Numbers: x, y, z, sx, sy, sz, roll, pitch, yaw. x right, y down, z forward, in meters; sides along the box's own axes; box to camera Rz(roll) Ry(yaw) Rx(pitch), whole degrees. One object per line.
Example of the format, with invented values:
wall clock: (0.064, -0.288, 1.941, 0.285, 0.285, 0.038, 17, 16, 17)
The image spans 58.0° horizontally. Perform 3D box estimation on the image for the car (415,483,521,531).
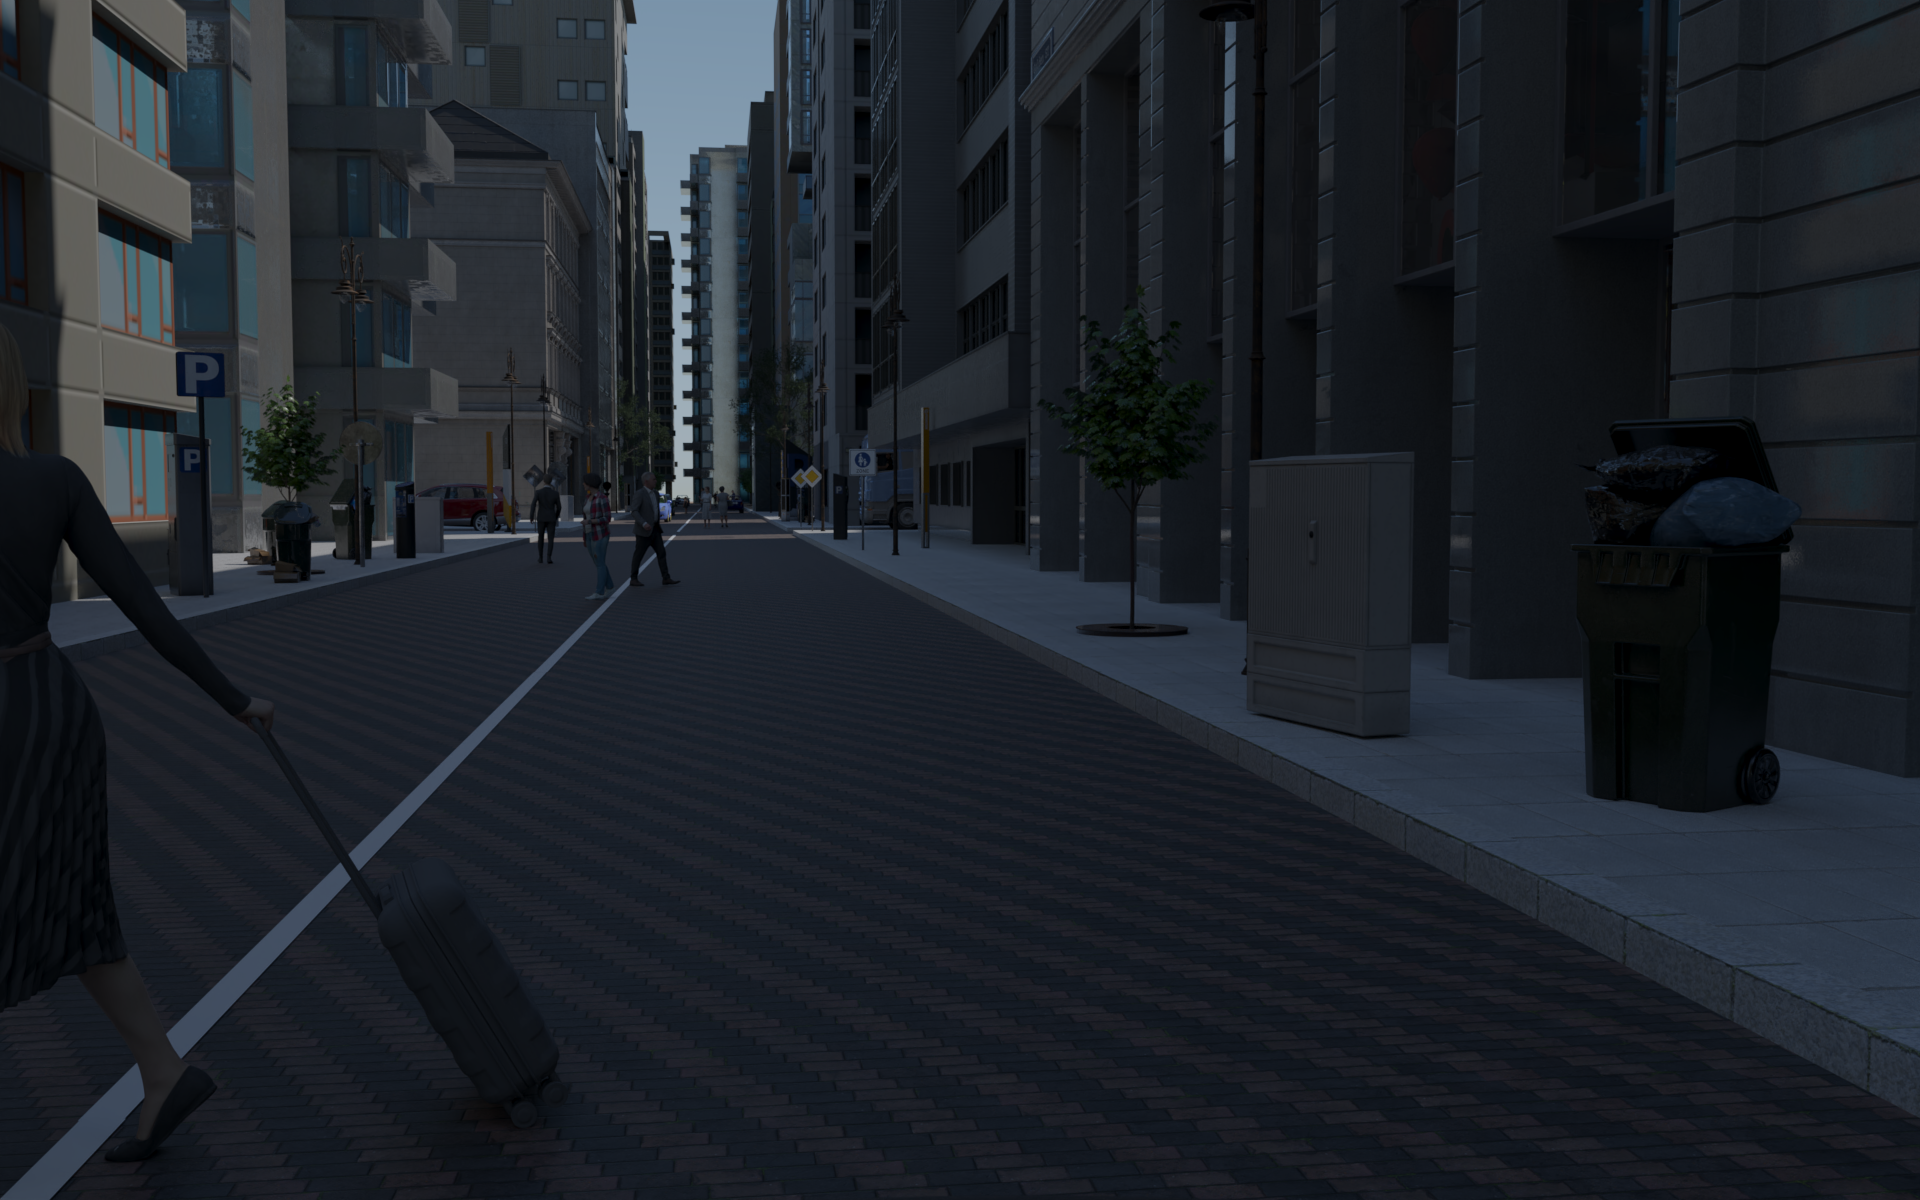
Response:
car: (-18.589, -3.293, 62.515, 5.304, 1.827, 2.281, 0, 4, -7)

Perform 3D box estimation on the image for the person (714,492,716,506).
person: (-29.775, -12.294, 210.973, 0.593, 1.643, 0.415, 3, 4, 36)

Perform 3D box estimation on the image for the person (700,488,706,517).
person: (-15.903, -6.087, 107.866, 0.795, 1.843, 0.661, 1, 4, 21)

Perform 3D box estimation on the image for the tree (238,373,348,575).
tree: (-10.648, -2.032, 27.818, 1.663, 3.219, 1.824, 0, 3, 0)

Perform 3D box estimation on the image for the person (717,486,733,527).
person: (-10.160, -4.036, 74.852, 0.716, 1.782, 0.532, -1, 4, -9)

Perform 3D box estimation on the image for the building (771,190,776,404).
building: (-11.287, -24.234, 167.929, 14.160, 30.474, 14.107, 0, 4, -8)

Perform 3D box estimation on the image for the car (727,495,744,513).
car: (-17.158, -7.191, 130.148, 1.945, 1.354, 3.894, -1, 4, -9)

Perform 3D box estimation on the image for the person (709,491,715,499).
person: (-23.478, -9.346, 162.130, 1.217, 1.723, 0.721, -1, 4, -19)

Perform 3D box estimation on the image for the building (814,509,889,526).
building: (3.961, -39.166, 78.611, 20.611, 71.187, 20.563, 0, 4, -8)

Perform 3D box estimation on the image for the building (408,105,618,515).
building: (-29.729, -18.231, 116.099, 12.078, 24.808, 19.932, 0, 4, -8)

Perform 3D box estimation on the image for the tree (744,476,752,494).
tree: (-22.126, -11.581, 183.949, 1.663, 3.219, 1.824, 0, 3, 0)

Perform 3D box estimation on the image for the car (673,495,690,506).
car: (-32.380, -11.574, 201.813, 1.945, 1.354, 3.894, 0, 4, -7)

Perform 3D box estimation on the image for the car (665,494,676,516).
car: (-19.830, -6.287, 114.588, 2.131, 1.459, 4.920, 0, 4, -7)

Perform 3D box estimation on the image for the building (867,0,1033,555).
building: (5.913, -13.802, 44.735, 14.314, 24.678, 30.058, 0, 4, -8)

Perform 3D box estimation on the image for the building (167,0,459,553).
building: (-29.509, -25.958, 44.026, 30.456, 49.044, 23.786, 0, 4, -8)

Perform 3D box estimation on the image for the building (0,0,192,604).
building: (-23.092, -10.040, 9.193, 27.650, 21.520, 28.899, 0, 4, -8)

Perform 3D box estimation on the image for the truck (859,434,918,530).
truck: (4.876, -4.671, 66.131, 18.799, 4.110, 2.967, -1, 4, -9)

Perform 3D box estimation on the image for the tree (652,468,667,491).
tree: (-38.310, -14.285, 217.273, 4.285, 4.588, 4.351, 0, 3, 0)

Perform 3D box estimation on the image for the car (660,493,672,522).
car: (-15.664, -4.819, 88.386, 1.945, 1.707, 3.694, 0, 4, -7)

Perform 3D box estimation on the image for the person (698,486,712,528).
person: (-10.718, -3.907, 72.943, 0.480, 1.755, 0.524, 1, 4, 17)

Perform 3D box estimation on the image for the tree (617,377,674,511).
tree: (-25.881, -12.042, 131.300, 8.767, 10.594, 7.601, 0, 4, -8)

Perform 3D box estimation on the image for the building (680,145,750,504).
building: (-22.776, -37.828, 238.097, 30.456, 49.044, 23.786, 0, 4, -8)

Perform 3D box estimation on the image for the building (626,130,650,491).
building: (-41.521, -30.882, 188.507, 14.154, 41.232, 14.086, 0, 4, -8)

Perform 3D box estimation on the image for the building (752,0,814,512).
building: (-3.106, -49.364, 119.776, 22.319, 86.520, 31.000, 0, 4, -8)

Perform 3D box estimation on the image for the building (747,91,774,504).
building: (-14.284, -35.634, 206.322, 21.300, 48.544, 21.600, 0, 4, -8)

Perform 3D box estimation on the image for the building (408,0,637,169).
building: (-45.916, -35.311, 166.578, 28.713, 52.752, 27.495, 0, 4, -8)

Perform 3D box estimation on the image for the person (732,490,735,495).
person: (-19.519, -8.516, 148.178, 0.568, 1.767, 0.683, 0, 4, 7)

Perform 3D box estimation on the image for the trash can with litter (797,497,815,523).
trash can with litter: (-6.833, -4.035, 77.362, 0.624, 1.170, 1.055, -3, 4, -38)

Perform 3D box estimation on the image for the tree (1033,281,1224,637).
tree: (1.624, -1.296, 15.797, 1.663, 3.219, 1.824, 0, 3, 0)

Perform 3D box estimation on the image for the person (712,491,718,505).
person: (-24.849, -10.279, 177.076, 1.217, 1.766, 0.721, -1, 4, -16)

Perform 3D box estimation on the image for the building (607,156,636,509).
building: (-35.072, -22.940, 146.763, 14.160, 30.474, 14.107, 0, 4, -8)

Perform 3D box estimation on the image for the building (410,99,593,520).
building: (-25.027, -14.405, 86.434, 10.553, 20.767, 40.483, 0, 4, -8)

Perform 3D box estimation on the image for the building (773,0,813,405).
building: (-9.227, -30.788, 153.498, 14.600, 45.320, 14.200, 0, 4, -8)

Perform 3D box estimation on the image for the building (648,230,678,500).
building: (-51.254, -33.394, 237.877, 23.993, 40.220, 32.217, 0, 4, -8)

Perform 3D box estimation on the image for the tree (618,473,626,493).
tree: (-26.936, -8.680, 136.524, 1.663, 3.219, 1.824, 0, 3, 0)

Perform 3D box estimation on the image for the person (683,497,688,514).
person: (-20.068, -6.930, 126.476, 0.373, 1.253, 0.362, 2, 4, 27)

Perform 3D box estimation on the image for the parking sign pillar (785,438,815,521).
parking sign pillar: (-7.745, -5.815, 83.543, 1.447, 3.967, 1.447, -1, 4, -15)

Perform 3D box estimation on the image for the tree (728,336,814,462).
tree: (-9.677, -10.215, 101.433, 8.767, 10.594, 7.601, 0, 4, 4)

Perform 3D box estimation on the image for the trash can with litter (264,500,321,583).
trash can with litter: (-9.728, -0.853, 25.339, 0.624, 1.170, 1.055, -1, 4, -14)

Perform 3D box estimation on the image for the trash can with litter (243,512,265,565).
trash can with litter: (-12.576, -1.243, 31.708, 0.624, 1.170, 1.055, 1, 4, 17)

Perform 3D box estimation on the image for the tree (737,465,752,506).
tree: (-23.078, -12.737, 191.971, 4.285, 4.588, 4.351, 0, 3, 0)

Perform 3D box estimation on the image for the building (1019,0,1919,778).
building: (8.584, -14.513, 14.785, 11.434, 29.767, 29.804, 0, 4, -8)
